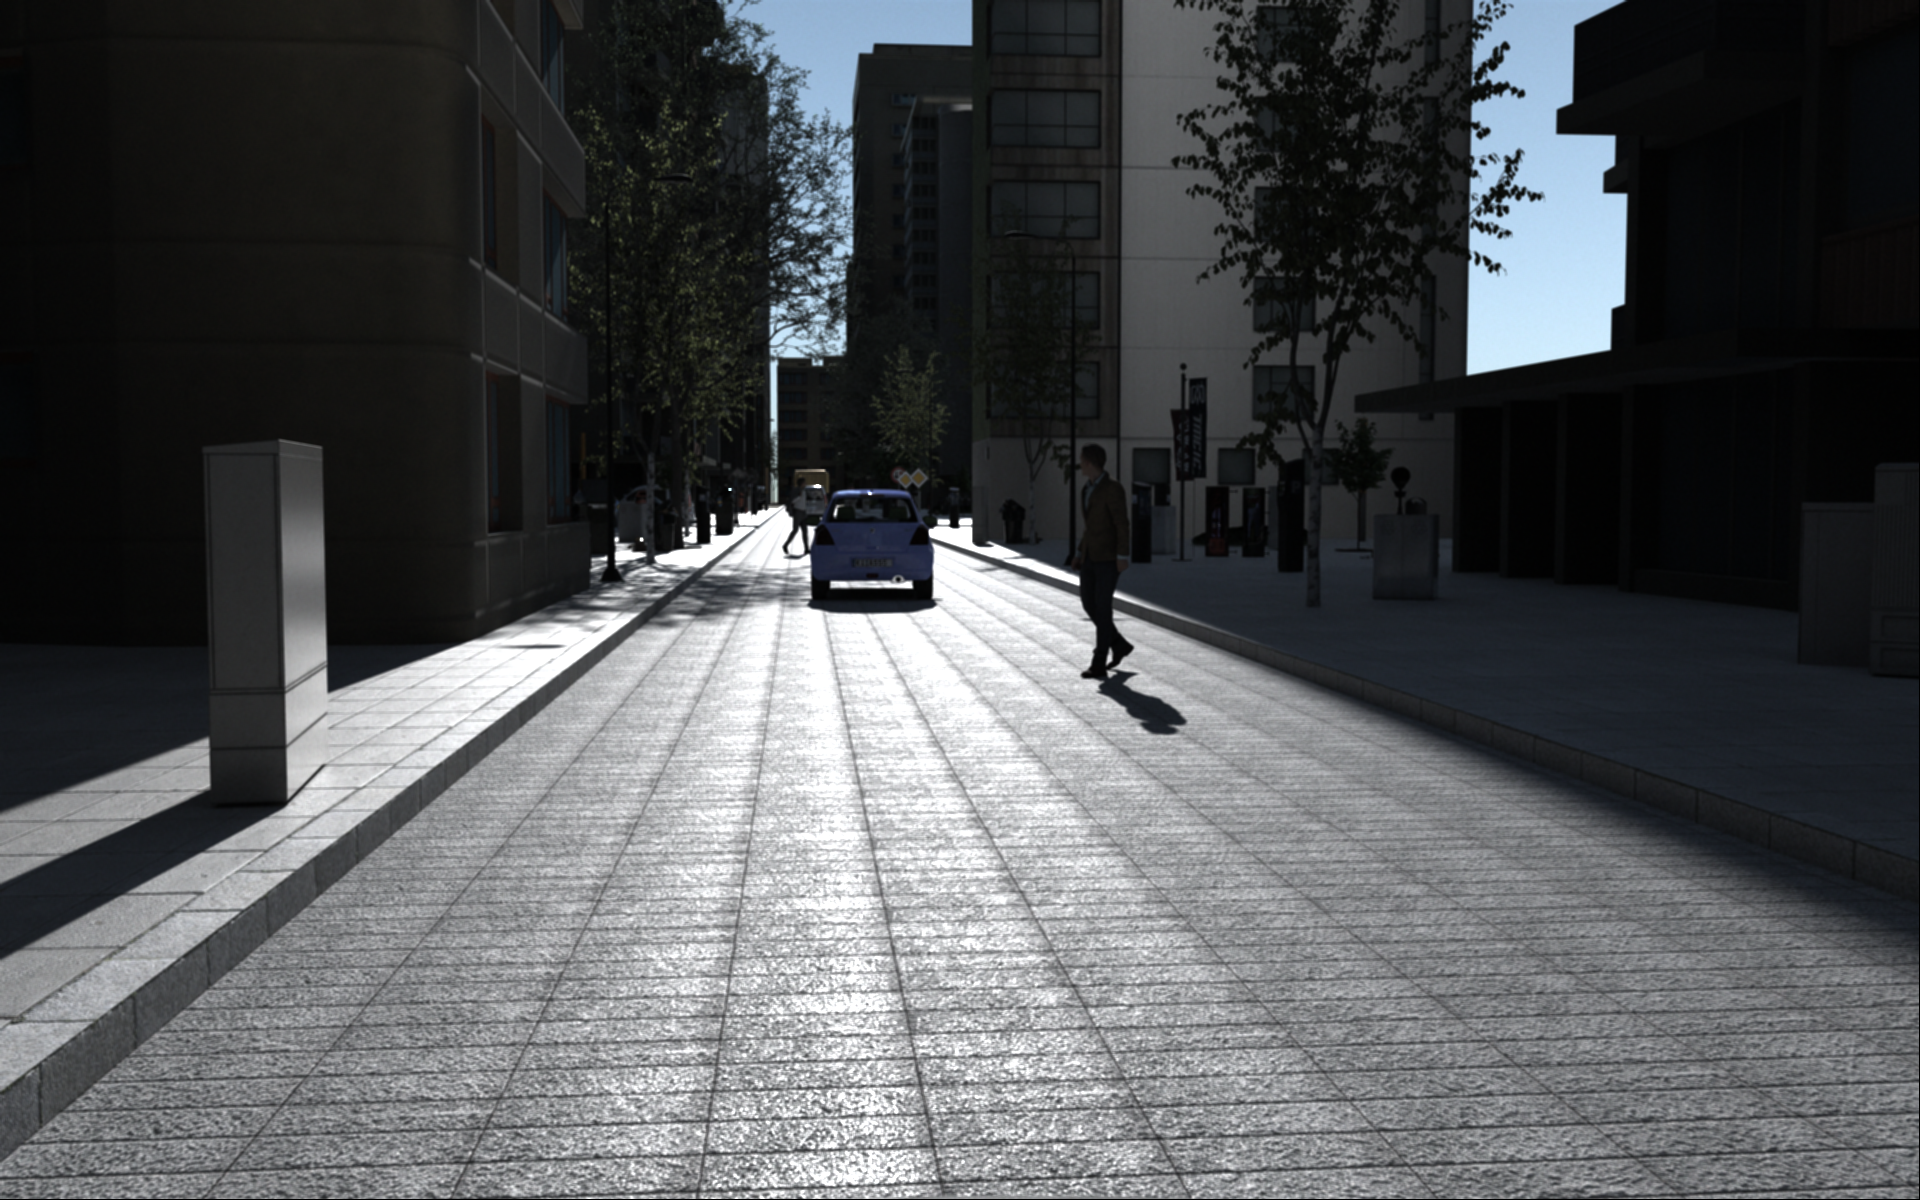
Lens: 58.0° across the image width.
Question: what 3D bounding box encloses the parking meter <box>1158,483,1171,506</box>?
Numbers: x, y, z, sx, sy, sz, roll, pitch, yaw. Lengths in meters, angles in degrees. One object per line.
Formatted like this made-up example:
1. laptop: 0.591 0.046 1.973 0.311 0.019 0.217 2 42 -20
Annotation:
1. parking meter: 4.649 -1.921 39.815 0.372 1.533 0.369 0 3 0

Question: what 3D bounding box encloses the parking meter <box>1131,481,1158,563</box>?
1. parking meter: 3.389 -1.463 32.339 0.372 1.533 0.369 0 3 0

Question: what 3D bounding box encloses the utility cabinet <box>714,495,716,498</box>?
1. utility cabinet: -20.285 -8.282 146.579 1.020 1.237 0.306 1 4 15

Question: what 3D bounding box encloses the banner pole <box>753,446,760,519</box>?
1. banner pole: -10.715 -6.175 90.973 0.401 3.779 0.863 0 4 -8

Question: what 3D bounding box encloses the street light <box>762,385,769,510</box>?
1. street light: -8.957 -6.160 73.257 1.470 5.913 1.316 0 4 -5

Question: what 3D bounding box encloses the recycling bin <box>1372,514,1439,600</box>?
1. recycling bin: 5.487 -0.535 21.304 0.722 1.027 0.722 1 4 20

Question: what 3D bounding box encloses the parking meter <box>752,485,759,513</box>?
1. parking meter: -13.566 -6.668 114.728 0.399 1.863 0.255 0 4 8

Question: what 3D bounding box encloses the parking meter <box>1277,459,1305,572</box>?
1. parking meter: 5.445 -1.395 28.521 0.399 1.863 0.255 -1 4 -22

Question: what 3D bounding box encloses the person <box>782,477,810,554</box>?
1. person: -3.878 -2.007 41.418 0.850 1.850 0.679 2 4 24

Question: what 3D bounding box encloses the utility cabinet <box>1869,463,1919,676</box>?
1. utility cabinet: 6.946 -0.198 11.908 1.173 1.500 0.318 2 4 34

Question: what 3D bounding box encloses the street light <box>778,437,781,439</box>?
1. street light: -15.360 -10.366 142.027 1.470 5.913 1.316 0 4 -5

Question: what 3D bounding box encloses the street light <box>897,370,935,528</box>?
1. street light: -1.641 -5.654 64.984 1.470 5.913 1.316 0 4 -5

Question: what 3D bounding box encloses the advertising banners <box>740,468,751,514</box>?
1. advertising banners: -14.113 -7.211 114.086 0.090 3.025 2.074 1 4 14

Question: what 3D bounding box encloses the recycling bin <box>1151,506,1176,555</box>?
1. recycling bin: 4.176 -1.500 37.079 0.722 1.027 0.722 2 4 27

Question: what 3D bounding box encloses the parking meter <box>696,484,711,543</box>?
1. parking meter: -6.738 -2.268 45.490 0.372 1.533 0.369 0 3 0

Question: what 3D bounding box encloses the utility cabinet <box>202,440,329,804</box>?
1. utility cabinet: -3.038 0.066 7.603 0.318 1.500 1.173 -1 4 -12

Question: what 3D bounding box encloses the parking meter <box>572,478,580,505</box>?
1. parking meter: -13.624 -3.435 61.878 0.255 1.863 0.399 2 4 32

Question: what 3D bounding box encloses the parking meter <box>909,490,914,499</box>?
1. parking meter: -3.115 -6.412 113.242 0.372 1.533 0.369 0 3 0

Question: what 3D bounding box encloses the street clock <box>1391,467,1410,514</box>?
1. street clock: 11.795 -2.560 46.420 0.471 2.002 0.358 0 4 -3

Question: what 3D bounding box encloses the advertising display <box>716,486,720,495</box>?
1. advertising display: -20.091 -8.573 145.375 0.974 1.923 0.123 3 4 36

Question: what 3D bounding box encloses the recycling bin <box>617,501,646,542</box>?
1. recycling bin: -8.787 -2.103 46.940 0.722 1.027 0.722 1 4 15

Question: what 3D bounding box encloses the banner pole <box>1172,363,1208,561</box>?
1. banner pole: 4.413 -2.632 33.050 0.401 3.779 0.863 -3 4 -38

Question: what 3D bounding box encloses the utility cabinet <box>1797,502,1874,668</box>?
1. utility cabinet: 6.818 -0.104 12.865 1.020 1.237 0.306 2 4 34

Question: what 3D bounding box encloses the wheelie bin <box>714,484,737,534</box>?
1. wheelie bin: -7.543 -2.920 55.652 0.693 1.594 0.980 0 4 -2

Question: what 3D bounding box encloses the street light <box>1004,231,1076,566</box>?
1. street light: 1.479 -3.566 30.850 1.470 5.913 1.316 0 4 -5

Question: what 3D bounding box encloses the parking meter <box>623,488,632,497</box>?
1. parking meter: -14.184 -4.008 73.942 0.372 1.533 0.369 0 3 0

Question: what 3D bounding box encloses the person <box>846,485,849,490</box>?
1. person: -4.730 -3.946 73.039 0.654 1.822 0.581 -2 4 -27

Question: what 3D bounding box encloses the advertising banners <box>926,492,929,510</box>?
1. advertising banners: -2.549 -8.832 140.584 0.090 3.025 2.074 1 4 9

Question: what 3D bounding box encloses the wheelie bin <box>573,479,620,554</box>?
1. wheelie bin: -7.805 -1.783 37.065 0.980 1.594 0.693 -2 4 -30

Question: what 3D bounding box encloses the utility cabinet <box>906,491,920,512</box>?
1. utility cabinet: -3.389 -6.996 123.063 1.173 1.500 0.318 2 4 35

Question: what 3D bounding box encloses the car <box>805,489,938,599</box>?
1. car: -1.271 -0.935 24.884 1.945 1.707 3.694 0 4 -3

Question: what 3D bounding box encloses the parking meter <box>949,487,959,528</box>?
1. parking meter: -0.217 -3.530 66.119 0.372 1.533 0.369 0 3 0

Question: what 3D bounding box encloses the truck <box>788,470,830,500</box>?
1. truck: -12.044 -8.802 139.836 3.469 3.379 9.791 0 4 -7

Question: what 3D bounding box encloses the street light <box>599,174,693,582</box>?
1. street light: -4.577 -3.226 25.283 1.470 5.913 1.316 0 4 -5

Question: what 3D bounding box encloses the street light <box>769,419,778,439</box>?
1. street light: -12.186 -8.243 107.317 1.470 5.913 1.316 0 4 -5

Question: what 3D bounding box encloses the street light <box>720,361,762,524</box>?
1. street light: -7.717 -5.348 59.978 1.470 5.913 1.316 0 4 -5

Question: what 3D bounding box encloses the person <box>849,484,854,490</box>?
1. person: -3.945 -3.304 62.695 0.511 1.800 0.466 -2 4 -28

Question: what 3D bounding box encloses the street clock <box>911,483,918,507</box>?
1. street clock: -2.091 -4.646 80.531 0.358 2.002 0.471 -2 4 -23

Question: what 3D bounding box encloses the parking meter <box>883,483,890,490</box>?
1. parking meter: -3.917 -5.240 91.379 0.399 1.863 0.255 0 4 -6

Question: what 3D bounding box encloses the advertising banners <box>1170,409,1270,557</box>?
1. advertising banners: 5.296 -2.399 35.416 2.074 3.025 0.090 1 4 22

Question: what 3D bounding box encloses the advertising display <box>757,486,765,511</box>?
1. advertising display: -15.577 -7.929 134.854 0.974 1.923 0.123 -2 4 -32

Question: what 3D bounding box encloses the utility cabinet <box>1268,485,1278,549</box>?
1. utility cabinet: 7.391 -1.900 39.740 0.318 1.500 1.173 -1 4 -9

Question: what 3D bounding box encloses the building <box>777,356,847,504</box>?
1. building: -11.413 -24.622 247.616 28.899 21.520 27.650 0 4 -5

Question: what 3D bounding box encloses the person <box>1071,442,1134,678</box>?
1. person: 1.123 -0.331 13.818 0.656 1.842 0.836 2 4 34

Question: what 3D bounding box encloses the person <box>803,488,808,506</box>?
1. person: -7.420 -4.498 81.411 0.474 1.900 0.648 1 4 10

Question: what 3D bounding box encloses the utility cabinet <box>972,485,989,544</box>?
1. utility cabinet: 0.515 -2.203 44.705 0.318 1.500 1.173 1 4 8
